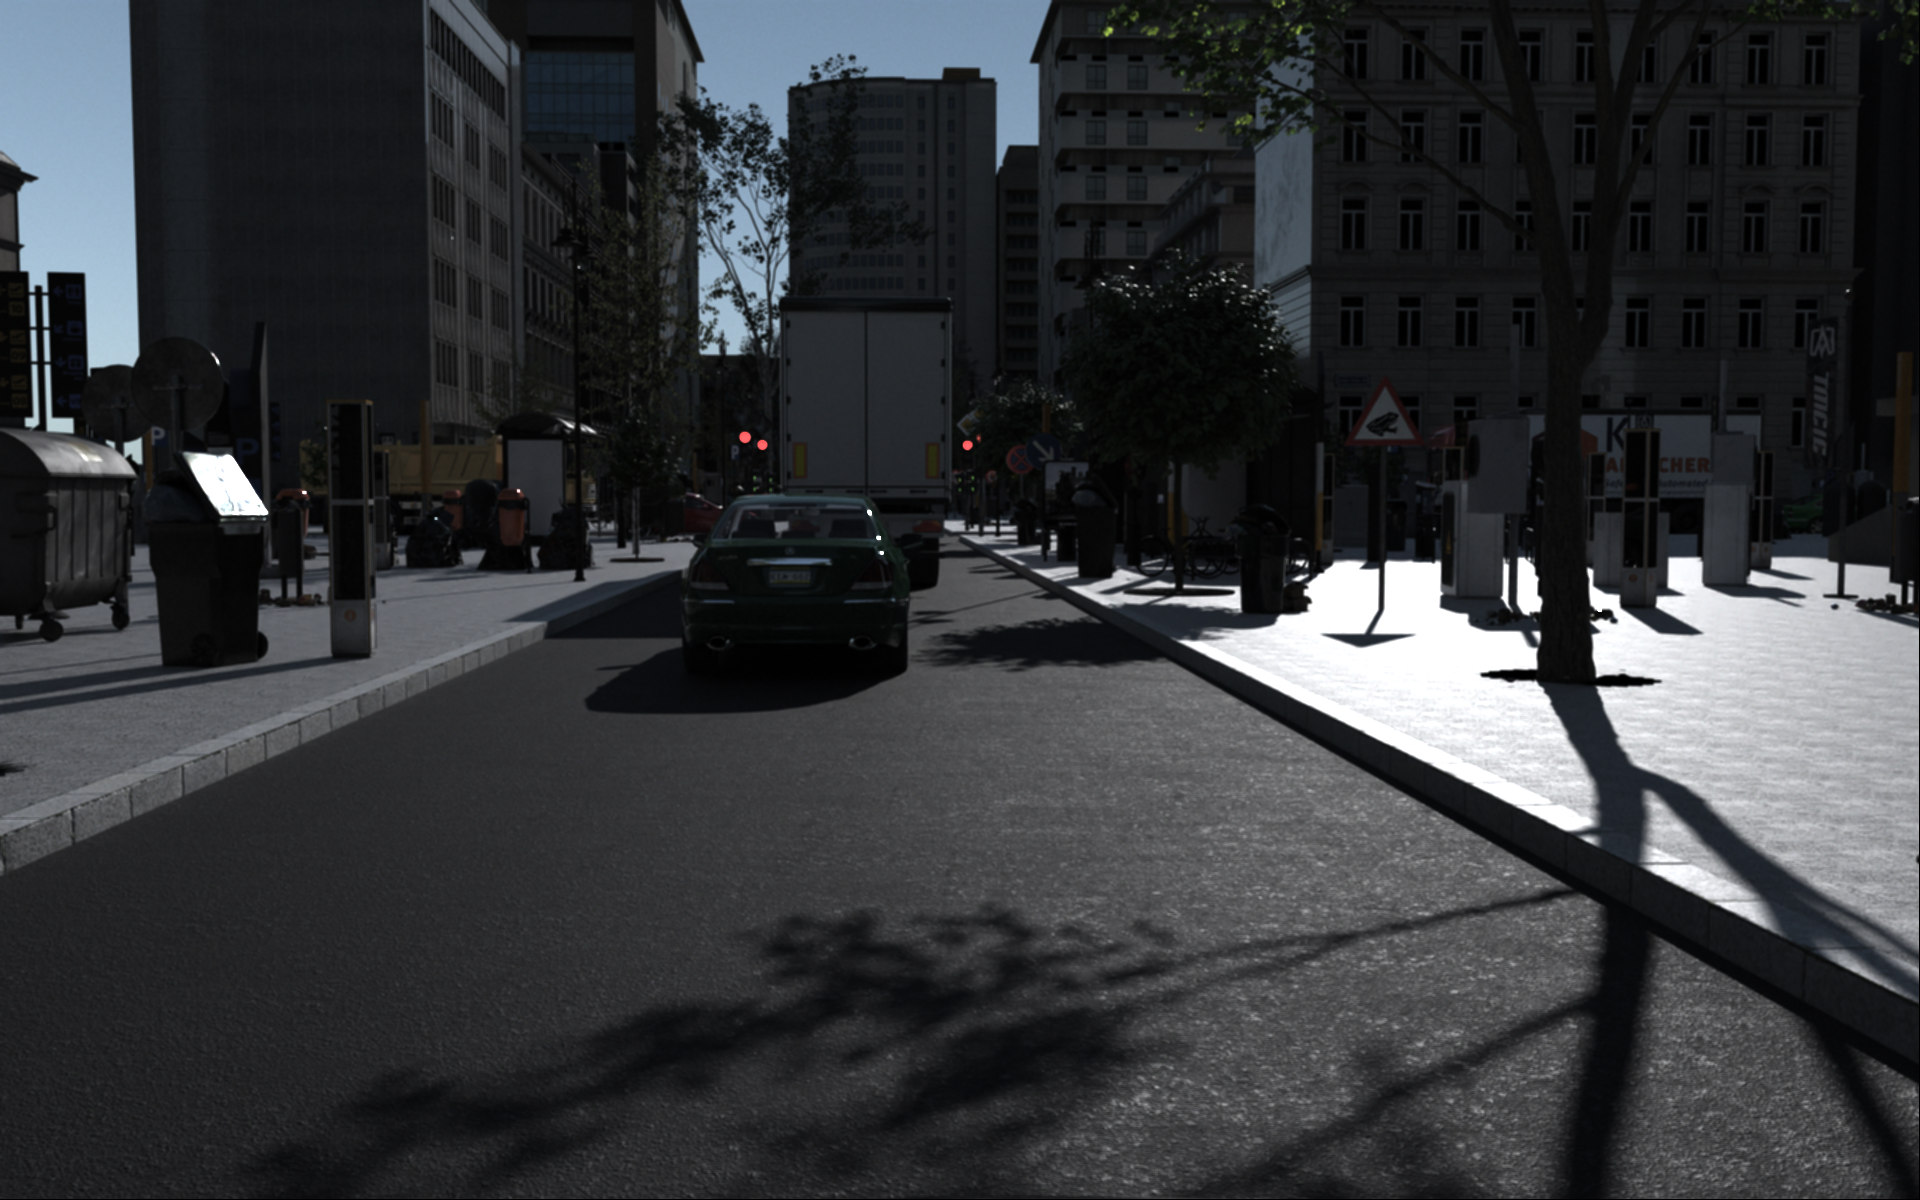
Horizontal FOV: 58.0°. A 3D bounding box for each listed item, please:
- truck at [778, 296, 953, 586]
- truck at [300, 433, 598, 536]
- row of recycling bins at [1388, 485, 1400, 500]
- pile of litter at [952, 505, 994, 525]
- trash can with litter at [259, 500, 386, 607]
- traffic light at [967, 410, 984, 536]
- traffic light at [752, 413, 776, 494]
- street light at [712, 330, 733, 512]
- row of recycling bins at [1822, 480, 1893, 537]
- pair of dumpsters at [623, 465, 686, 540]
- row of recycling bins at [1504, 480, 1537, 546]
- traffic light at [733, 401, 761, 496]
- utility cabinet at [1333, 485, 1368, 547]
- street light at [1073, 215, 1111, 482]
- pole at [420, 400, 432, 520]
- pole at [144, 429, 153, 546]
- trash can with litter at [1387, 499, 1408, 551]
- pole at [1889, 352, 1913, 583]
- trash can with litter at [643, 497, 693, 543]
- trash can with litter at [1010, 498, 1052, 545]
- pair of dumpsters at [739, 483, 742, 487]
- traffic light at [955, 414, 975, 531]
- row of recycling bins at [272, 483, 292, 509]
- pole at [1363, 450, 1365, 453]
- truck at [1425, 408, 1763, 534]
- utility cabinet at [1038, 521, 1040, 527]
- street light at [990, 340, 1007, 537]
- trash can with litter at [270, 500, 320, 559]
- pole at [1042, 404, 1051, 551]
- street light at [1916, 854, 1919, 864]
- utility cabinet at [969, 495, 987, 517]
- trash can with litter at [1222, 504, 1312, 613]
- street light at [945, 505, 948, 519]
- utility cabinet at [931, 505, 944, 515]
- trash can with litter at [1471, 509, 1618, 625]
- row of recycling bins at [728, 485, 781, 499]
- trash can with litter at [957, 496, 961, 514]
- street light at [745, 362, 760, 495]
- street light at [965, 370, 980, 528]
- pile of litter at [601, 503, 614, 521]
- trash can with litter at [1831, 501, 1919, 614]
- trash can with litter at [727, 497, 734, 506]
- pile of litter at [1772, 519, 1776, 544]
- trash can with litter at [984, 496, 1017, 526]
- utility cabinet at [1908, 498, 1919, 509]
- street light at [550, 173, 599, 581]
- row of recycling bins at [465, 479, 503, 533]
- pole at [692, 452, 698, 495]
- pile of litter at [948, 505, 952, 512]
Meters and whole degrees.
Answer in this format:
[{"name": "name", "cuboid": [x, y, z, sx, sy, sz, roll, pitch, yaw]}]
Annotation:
[{"name": "truck", "cuboid": [-1.741, -2.527, 30.235, 2.839, 4.237, 11.283, 0, 4, -4]}, {"name": "truck", "cuboid": [-15.846, -3.652, 55.640, 9.791, 3.379, 3.469, 0, 4, -1]}, {"name": "row of recycling bins", "cuboid": [16.560, -3.321, 61.413, 3.534, 1.692, 1.069, -1, 4, -10]}, {"name": "pile of litter", "cuboid": [0.731, -3.629, 73.302, 1.176, 0.858, 1.719, -2, 4, -32]}, {"name": "trash can with litter", "cuboid": [-7.927, -0.574, 20.449, 1.678, 1.210, 2.233, -3, 5, -40]}, {"name": "traffic light", "cuboid": [0.625, -3.891, 52.535, 0.839, 4.253, 0.868, 0, 4, -3]}, {"name": "traffic light", "cuboid": [-6.818, -4.357, 60.150, 0.839, 4.253, 0.868, 0, 4, -3]}, {"name": "street light", "cuboid": [-6.690, -4.660, 48.978, 0.468, 5.910, 1.993, 0, 4, -3]}, {"name": "row of recycling bins", "cuboid": [27.660, -2.721, 51.596, 3.534, 1.692, 1.069, 1, 4, 10]}, {"name": "pair of dumpsters", "cuboid": [-8.993, -2.940, 50.557, 1.574, 2.255, 4.437, 0, 4, -3]}, {"name": "row of recycling bins", "cuboid": [14.435, -2.264, 44.130, 1.069, 1.692, 3.534, 2, 4, 25]}, {"name": "traffic light", "cuboid": [-6.427, -3.869, 52.175, 0.839, 4.253, 0.868, 0, 4, -3]}, {"name": "utility cabinet", "cuboid": [9.400, -2.021, 41.721, 0.318, 1.500, 1.173, -3, 5, -40]}, {"name": "street light", "cuboid": [2.200, -3.441, 29.048, 0.468, 5.910, 1.993, 0, 4, -3]}, {"name": "pole", "cuboid": [-11.613, -2.682, 37.686, 0.158, 3.312, 0.155, 0, 3, 0]}, {"name": "pole", "cuboid": [-20.162, -3.011, 43.068, 0.158, 3.312, 0.155, 0, 3, 0]}, {"name": "trash can with litter", "cuboid": [9.790, -1.699, 39.161, 0.624, 1.170, 1.055, 1, 4, 12]}, {"name": "pole", "cuboid": [13.568, -1.903, 24.963, 0.158, 3.312, 0.155, 0, 3, 0]}, {"name": "trash can with litter", "cuboid": [-7.239, -2.146, 46.145, 2.233, 1.210, 1.678, 0, 4, 1]}, {"name": "trash can with litter", "cuboid": [1.808, -1.977, 43.712, 0.624, 1.170, 1.055, 3, 5, 45]}, {"name": "pair of dumpsters", "cuboid": [-14.195, -6.834, 114.233, 1.574, 2.255, 4.437, 0, 4, -3]}, {"name": "traffic light", "cuboid": [0.234, -4.379, 60.511, 0.839, 4.253, 0.868, 0, 4, -3]}, {"name": "row of recycling bins", "cuboid": [-27.533, -3.657, 66.904, 3.534, 1.692, 1.069, 0, 4, -3]}, {"name": "pole", "cuboid": [14.270, -4.107, 60.990, 0.158, 3.312, 0.155, 0, 3, 0]}, {"name": "truck", "cuboid": [20.634, -4.214, 57.819, 11.283, 4.237, 2.839, 0, 4, -2]}, {"name": "utility cabinet", "cuboid": [3.368, -3.418, 67.053, 1.020, 1.237, 0.306, 1, 4, 9]}, {"name": "street light", "cuboid": [1.147, -4.857, 52.196, 0.468, 5.910, 1.993, 0, 4, -3]}, {"name": "trash can with litter", "cuboid": [-13.183, -1.401, 34.296, 1.055, 1.170, 0.624, 1, 4, 16]}, {"name": "pole", "cuboid": [1.960, -2.781, 39.318, 0.158, 3.312, 0.155, 0, 3, 0]}, {"name": "street light", "cuboid": [3.418, -2.021, 5.825, 0.468, 5.910, 1.993, 0, 4, -3]}, {"name": "utility cabinet", "cuboid": [0.997, -5.331, 98.331, 1.020, 1.237, 0.306, 1, 4, 13]}, {"name": "trash can with litter", "cuboid": [3.381, -0.460, 18.905, 0.624, 1.170, 1.055, 3, 5, 40]}, {"name": "street light", "cuboid": [-0.699, -7.084, 88.610, 0.468, 5.910, 1.993, 0, 4, -3]}, {"name": "utility cabinet", "cuboid": [-1.358, -5.471, 100.614, 0.306, 1.237, 1.020, 3, 5, 41]}, {"name": "trash can with litter", "cuboid": [5.921, -0.409, 17.750, 2.233, 1.210, 1.678, -3, 4, -38]}, {"name": "row of recycling bins", "cuboid": [-9.518, -4.555, 81.582, 3.534, 1.692, 1.069, 2, 4, 35]}, {"name": "trash can with litter", "cuboid": [0.172, -5.999, 109.471, 0.624, 1.170, 1.055, -1, 4, -8]}, {"name": "street light", "cuboid": [-7.291, -5.387, 60.864, 0.468, 5.910, 1.993, 0, 4, -3]}, {"name": "street light", "cuboid": [0.454, -5.627, 64.787, 0.468, 5.910, 1.993, 0, 4, -3]}, {"name": "pile of litter", "cuboid": [-17.272, -4.260, 83.623, 1.176, 0.858, 1.719, -1, 4, -10]}, {"name": "trash can with litter", "cuboid": [10.557, -0.497, 19.176, 1.678, 1.210, 2.233, 1, 4, 16]}, {"name": "trash can with litter", "cuboid": [-10.134, -4.056, 77.708, 1.055, 1.170, 0.624, 3, 5, 43]}, {"name": "pile of litter", "cuboid": [20.576, -1.892, 44.901, 1.176, 0.858, 1.719, 3, 4, 36]}, {"name": "trash can with litter", "cuboid": [1.681, -3.607, 70.026, 2.233, 1.210, 1.678, -3, 4, -38]}, {"name": "utility cabinet", "cuboid": [56.216, -5.539, 101.721, 0.306, 1.237, 1.020, -1, 4, -22]}, {"name": "street light", "cuboid": [-5.607, -3.215, 25.353, 0.468, 5.910, 1.993, 0, 4, -3]}, {"name": "row of recycling bins", "cuboid": [-13.298, -2.569, 49.114, 1.069, 1.692, 3.534, 0, 4, -2]}, {"name": "pole", "cuboid": [-12.928, -5.540, 84.420, 0.158, 3.312, 0.155, 0, 3, 0]}, {"name": "pile of litter", "cuboid": [-0.869, -6.641, 122.545, 1.719, 0.858, 1.176, 0, 4, -6]}]
